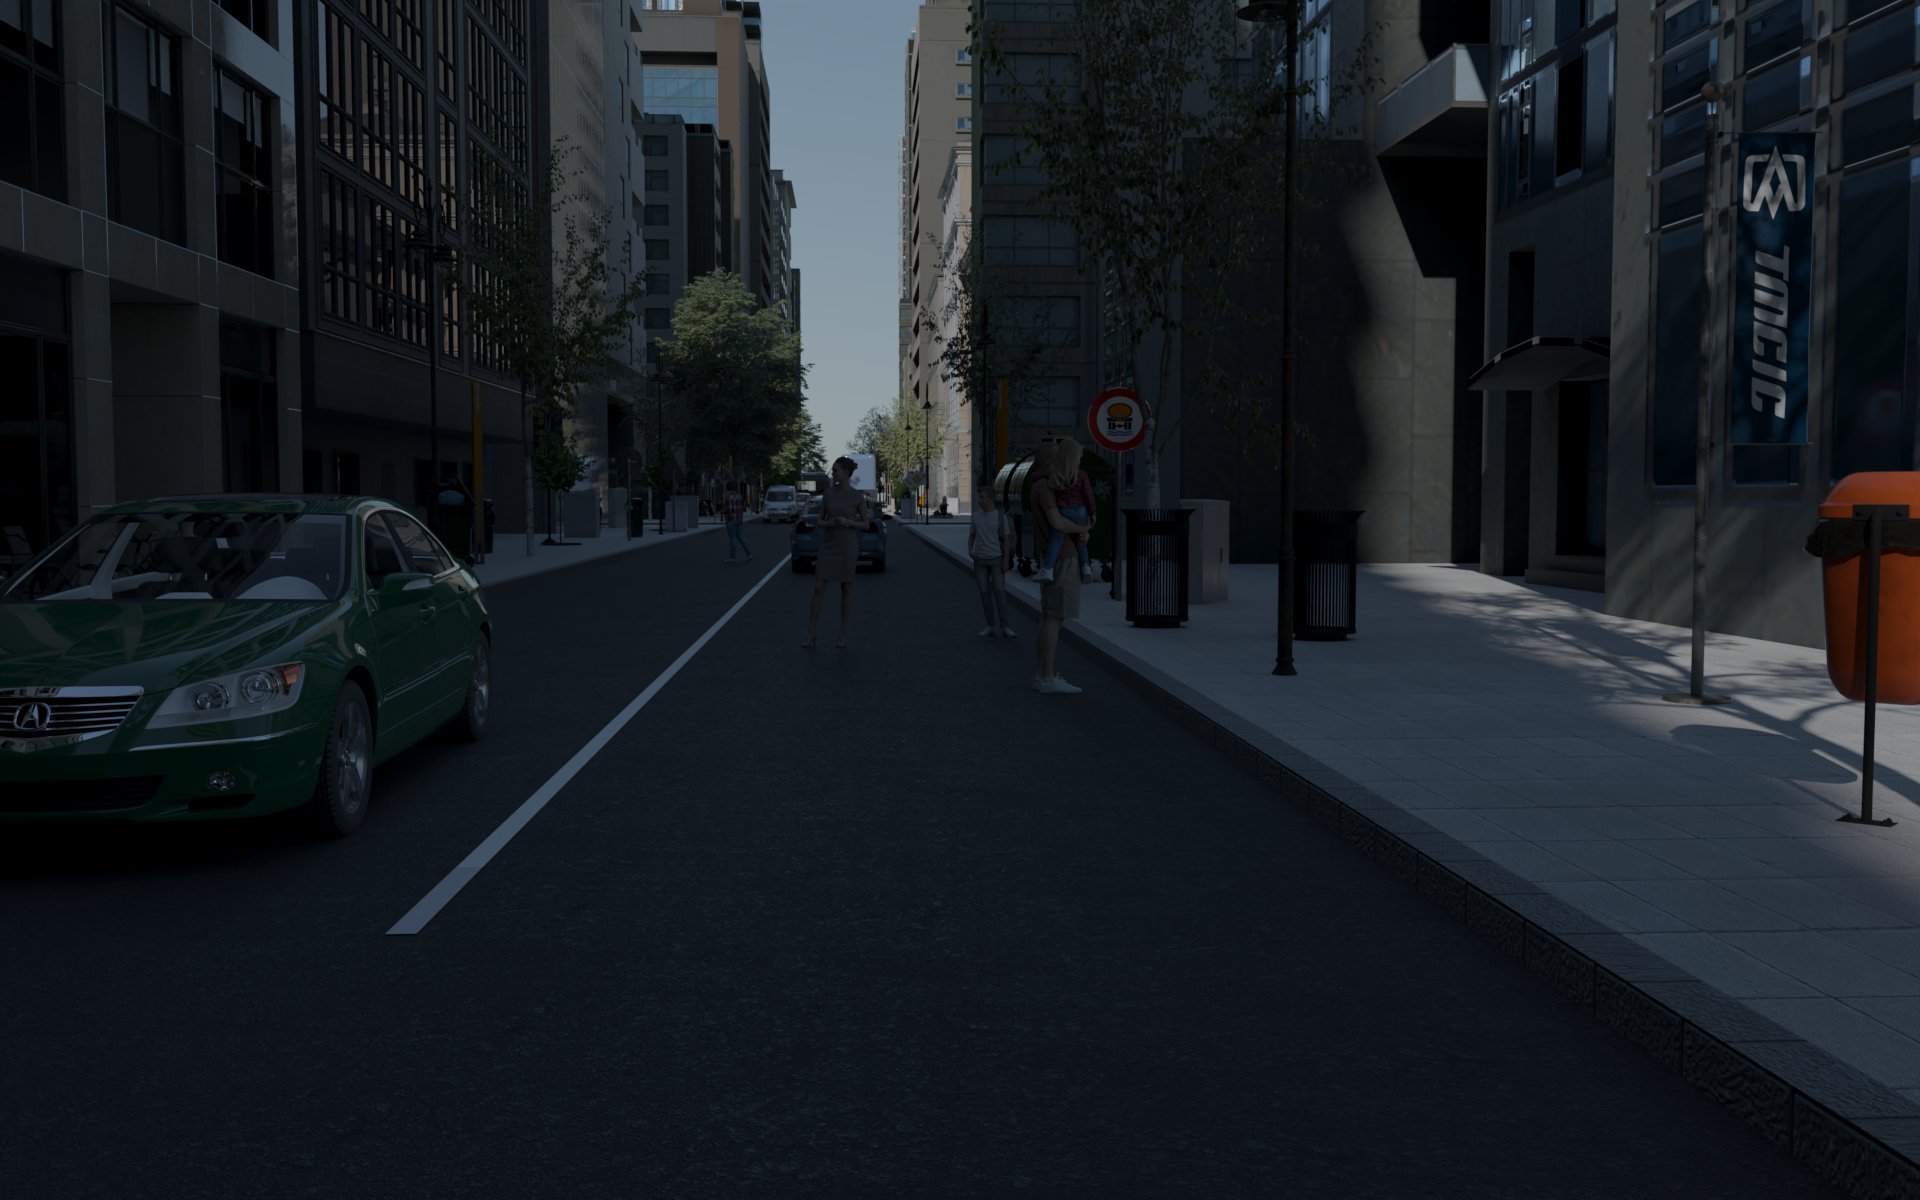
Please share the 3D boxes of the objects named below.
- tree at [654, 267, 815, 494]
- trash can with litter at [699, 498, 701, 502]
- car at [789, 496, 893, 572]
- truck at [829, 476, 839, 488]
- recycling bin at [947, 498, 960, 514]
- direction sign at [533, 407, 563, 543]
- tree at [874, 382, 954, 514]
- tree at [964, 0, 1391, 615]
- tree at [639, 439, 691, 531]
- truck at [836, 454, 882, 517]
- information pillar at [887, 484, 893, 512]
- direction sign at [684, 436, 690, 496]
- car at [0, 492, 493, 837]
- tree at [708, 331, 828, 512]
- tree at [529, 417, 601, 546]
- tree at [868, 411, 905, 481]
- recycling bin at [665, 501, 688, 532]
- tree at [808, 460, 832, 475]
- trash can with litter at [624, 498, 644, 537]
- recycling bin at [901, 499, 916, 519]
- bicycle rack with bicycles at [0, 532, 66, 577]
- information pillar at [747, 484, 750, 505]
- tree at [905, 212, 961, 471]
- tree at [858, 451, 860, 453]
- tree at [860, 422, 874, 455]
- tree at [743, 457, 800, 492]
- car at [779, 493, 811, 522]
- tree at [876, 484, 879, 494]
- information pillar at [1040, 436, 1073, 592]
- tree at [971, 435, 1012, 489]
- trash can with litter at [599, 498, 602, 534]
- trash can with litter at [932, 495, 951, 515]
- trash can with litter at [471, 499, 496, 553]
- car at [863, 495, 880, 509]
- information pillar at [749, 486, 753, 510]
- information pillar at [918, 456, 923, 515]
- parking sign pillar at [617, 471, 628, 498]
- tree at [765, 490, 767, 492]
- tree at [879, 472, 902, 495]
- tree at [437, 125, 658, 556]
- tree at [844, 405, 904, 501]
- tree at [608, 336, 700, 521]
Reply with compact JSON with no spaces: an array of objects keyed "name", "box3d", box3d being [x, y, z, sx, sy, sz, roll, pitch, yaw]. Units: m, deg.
[{"name":"tree","box3d":[-12.643,-11.643,97.019,9.857,13.997,8.962,0,3,0]},{"name":"trash can with litter","box3d":[-17.756,-6.368,115.502,0.624,1.170,1.055,2,4,26]},{"name":"car","box3d":[-2.301,-1.304,33.318,2.014,1.417,4.499,0,4,-2]},{"name":"truck","box3d":[-19.835,-17.123,269.718,2.967,4.110,18.799,0,4,-4]},{"name":"recycling bin","box3d":[-0.418,-6.120,112.611,0.722,1.027,0.722,1,4,10]},{"name":"direction sign","box3d":[-10.778,-3.265,45.381,0.379,3.537,0.876,3,5,44]},{"name":"tree","box3d":[-2.613,-9.967,113.328,4.737,8.622,4.395,0,3,0]},{"name":"tree","box3d":[2.029,-4.112,17.593,4.360,8.622,3.978,0,3,0]},{"name":"tree","box3d":[-10.400,-4.028,60.454,1.663,3.219,1.824,0,3,0]},{"name":"truck","box3d":[-6.472,-7.437,111.349,2.967,4.110,18.799,0,4,-4]},{"name":"information pillar","box3d":[-5.132,-7.513,127.322,0.304,2.012,0.304,-3,5,-41]},{"name":"direction sign","box3d":[-10.626,-4.620,67.526,0.379,3.537,0.876,-1,4,-23]},{"name":"car","box3d":[-3.575,0.191,8.676,2.131,1.459,4.920,0,4,-5]},{"name":"tree","box3d":[-13.958,-12.393,120.758,7.486,12.596,7.792,0,3,0]},{"name":"tree","box3d":[-10.133,-2.993,43.532,1.663,3.219,1.824,0,3,0]},{"name":"tree","box3d":[-5.803,-12.215,150.077,4.360,8.622,3.978,0,3,0]},{"name":"recycling bin","box3d":[-9.615,-2.825,58.749,0.722,1.027,0.722,0,4,-6]},{"name":"tree","box3d":[-25.092,-21.893,308.317,4.737,8.622,4.395,0,3,0]},{"name":"trash can with litter","box3d":[-9.749,-2.452,51.483,0.624,1.170,1.055,-1,4,-21]},{"name":"recycling bin","box3d":[-2.686,-4.758,90.349,0.722,1.027,0.722,0,4,6]},{"name":"bicycle rack with bicycles","box3d":[-7.726,-0.201,16.670,2.925,0.926,2.852,2,4,31]},{"name":"information pillar","box3d":[-17.507,-9.358,144.365,0.504,3.616,0.183,2,4,29]},{"name":"tree","box3d":[0.875,-5.783,44.910,4.360,8.622,3.978,0,3,0]},{"name":"tree","box3d":[-8.052,-13.925,178.036,4.737,8.622,4.395,0,3,0]},{"name":"tree","box3d":[-4.376,-11.026,130.637,4.737,8.622,4.395,0,3,0]},{"name":"tree","box3d":[-14.568,-8.895,129.155,4.285,4.588,4.351,0,3,0]},{"name":"car","box3d":[-8.466,-4.972,90.325,2.155,1.783,4.494,0,4,-2]},{"name":"tree","box3d":[-9.173,-12.340,196.365,1.663,3.219,1.824,0,3,0]},{"name":"information pillar","box3d":[1.225,-1.072,22.019,0.304,2.012,0.304,-2,4,-33]},{"name":"tree","box3d":[0.840,-3.485,51.577,1.663,3.219,1.824,0,3,0]},{"name":"trash can with litter","box3d":[-11.831,-2.673,55.093,0.624,1.170,1.055,-3,5,-43]},{"name":"trash can with litter","box3d":[-0.891,-5.724,104.646,1.678,1.210,2.233,-1,4,-8]},{"name":"trash can with litter","box3d":[-10.496,-1.592,37.422,1.055,1.170,0.624,3,5,44]},{"name":"car","box3d":[-3.750,-2.830,58.061,2.131,1.459,4.920,0,4,-3]},{"name":"information pillar","box3d":[-17.010,-8.372,141.370,0.304,2.012,0.304,0,4,0]},{"name":"information pillar","box3d":[-2.385,-7.064,106.859,0.183,3.616,0.504,-2,4,-27]},{"name":"parking sign pillar","box3d":[-23.514,-8.000,119.270,1.447,3.967,1.447,0,4,6]},{"name":"tree","box3d":[-14.993,-8.716,137.112,1.663,3.219,1.824,0,3,0]},{"name":"tree","box3d":[-5.106,-8.642,135.902,1.663,3.219,1.824,0,3,0]},{"name":"tree","box3d":[-8.626,-5.204,35.455,4.737,8.622,4.395,0,3,0]},{"name":"tree","box3d":[-11.174,-20.084,238.736,12.009,13.543,11.850,0,3,0]},{"name":"tree","box3d":[-14.451,-8.046,81.915,4.360,8.622,3.978,0,3,0]}]
